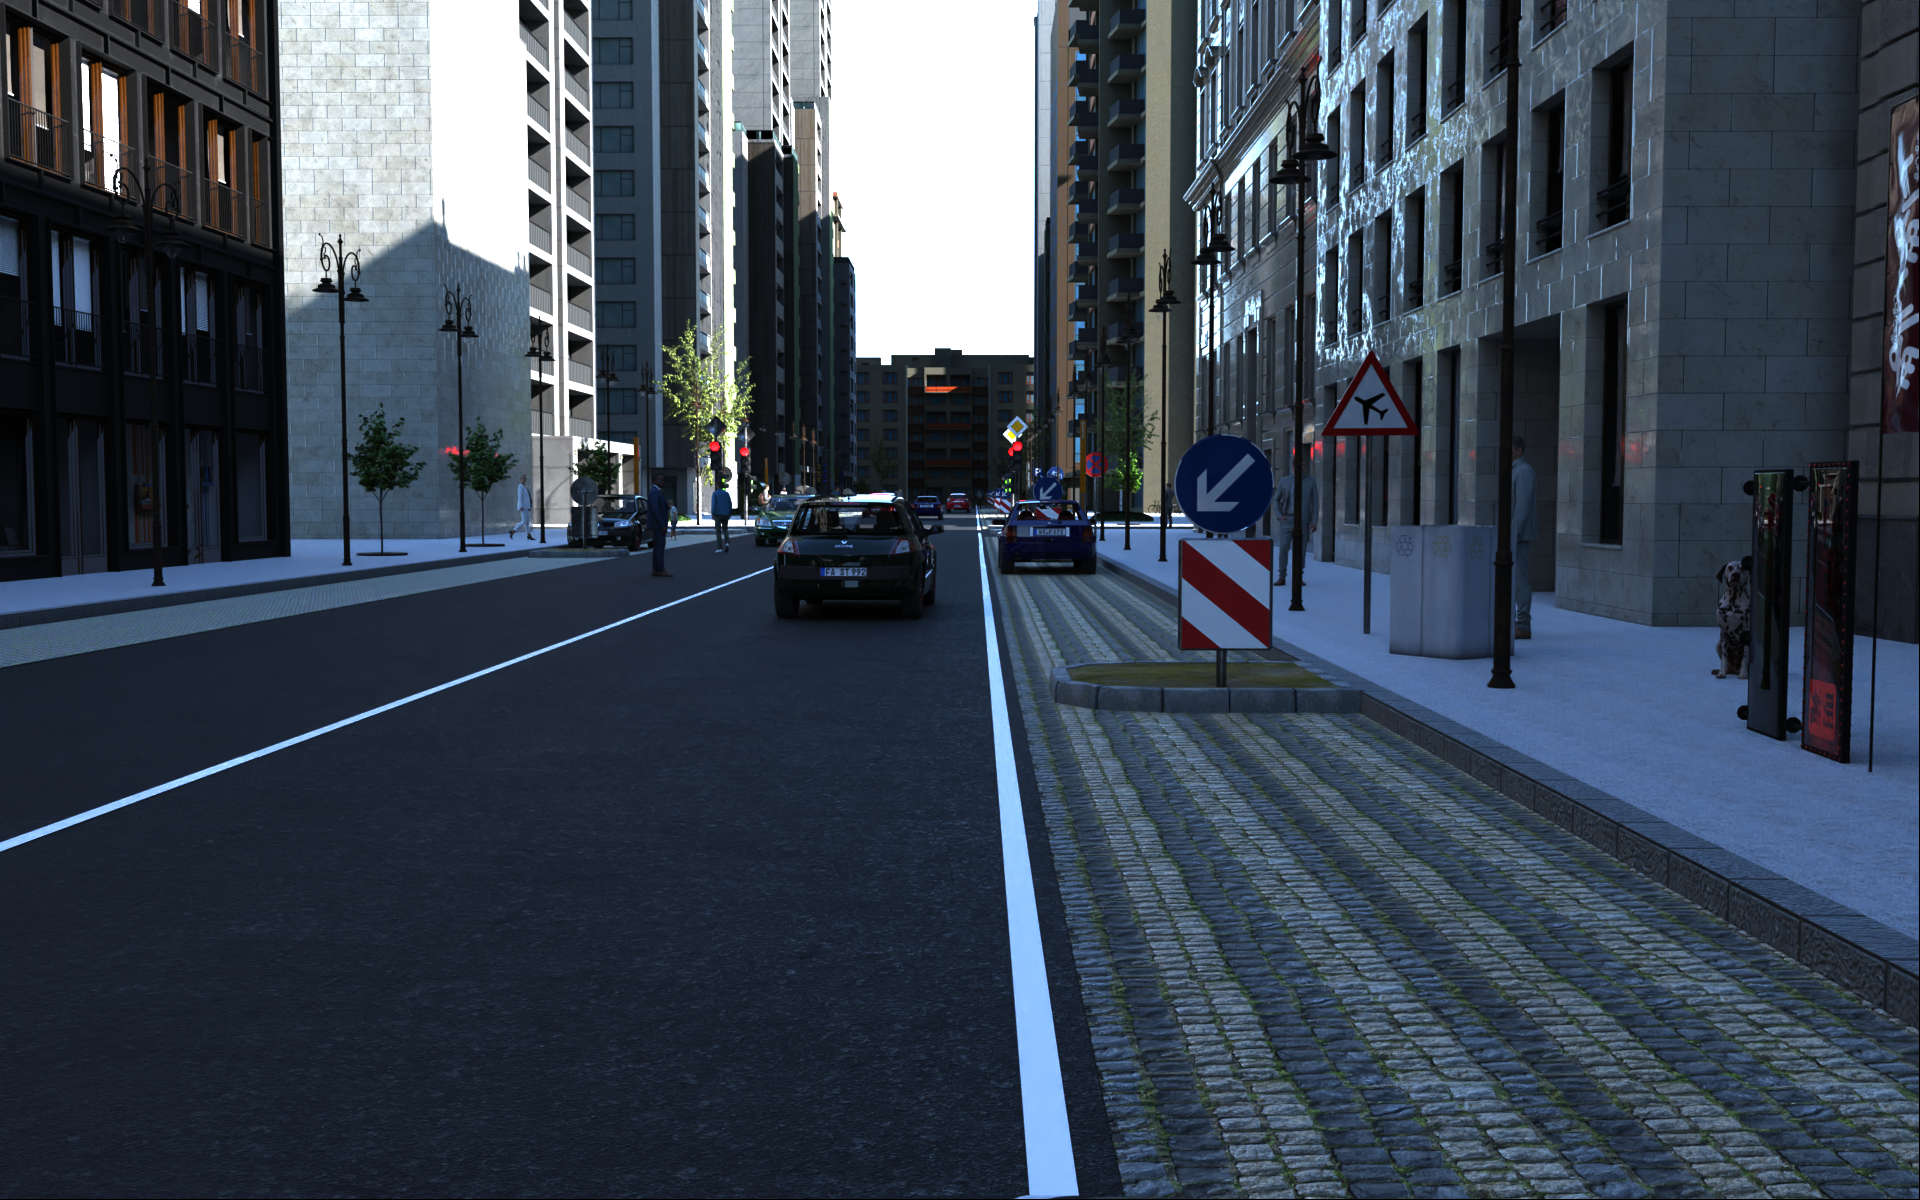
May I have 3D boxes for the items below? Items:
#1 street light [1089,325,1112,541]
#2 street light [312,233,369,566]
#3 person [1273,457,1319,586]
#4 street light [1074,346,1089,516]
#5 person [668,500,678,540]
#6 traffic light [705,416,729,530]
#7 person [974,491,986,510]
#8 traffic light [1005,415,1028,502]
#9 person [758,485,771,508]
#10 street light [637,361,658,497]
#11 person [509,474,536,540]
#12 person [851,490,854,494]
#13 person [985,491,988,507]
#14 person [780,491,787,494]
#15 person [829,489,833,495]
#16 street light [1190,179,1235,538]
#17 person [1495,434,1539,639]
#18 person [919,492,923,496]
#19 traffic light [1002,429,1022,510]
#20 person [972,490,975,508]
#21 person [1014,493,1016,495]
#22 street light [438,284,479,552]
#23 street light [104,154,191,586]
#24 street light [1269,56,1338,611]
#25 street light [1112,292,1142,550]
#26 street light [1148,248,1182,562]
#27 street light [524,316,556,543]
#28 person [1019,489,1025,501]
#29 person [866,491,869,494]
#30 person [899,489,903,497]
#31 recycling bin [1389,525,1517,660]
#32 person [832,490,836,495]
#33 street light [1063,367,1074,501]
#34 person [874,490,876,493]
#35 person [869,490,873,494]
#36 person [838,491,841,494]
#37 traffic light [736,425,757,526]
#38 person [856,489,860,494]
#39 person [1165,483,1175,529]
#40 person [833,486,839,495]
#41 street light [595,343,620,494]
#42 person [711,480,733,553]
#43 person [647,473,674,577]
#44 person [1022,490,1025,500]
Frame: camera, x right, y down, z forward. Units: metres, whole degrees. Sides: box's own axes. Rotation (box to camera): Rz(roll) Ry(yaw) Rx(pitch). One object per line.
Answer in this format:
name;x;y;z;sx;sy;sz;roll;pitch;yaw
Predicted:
street light;3.916;-4.569;47.484;0.468;5.910;1.993;0;4;1
street light;-11.017;-3.558;30.960;0.468;5.910;1.993;0;4;1
person;4.712;-1.112;24.323;0.635;1.810;0.391;0;4;2
street light;3.964;-4.993;54.430;0.468;5.910;1.993;0;4;1
person;-8.840;-2.455;53.318;0.352;1.250;0.332;1;4;16
traffic light;-8.727;-4.478;62.135;0.839;4.253;0.868;0;4;1
person;1.820;-9.267;160.748;1.217;1.736;0.721;2;4;28
traffic light;2.034;-4.473;62.056;0.839;4.253;0.868;0;4;1
person;-8.386;-4.038;74.485;0.822;1.834;0.622;-2;4;-29
street light;-10.868;-5.351;60.278;0.468;5.910;1.993;0;4;1
person;-12.158;-2.574;48.005;0.818;1.842;0.514;-2;4;-30
person;-10.563;-9.938;169.463;0.756;1.711;0.436;1;4;19
person;2.964;-11.376;194.499;0.705;1.824;1.348;0;4;1
person;-12.094;-6.762;117.275;0.731;1.740;0.598;-3;4;-38
person;-12.360;-9.796;167.000;1.217;1.735;0.721;-3;5;-42
street light;3.749;-3.246;25.860;0.468;5.910;1.993;0;4;1
person;4.927;-0.564;15.360;0.391;1.810;0.635;0;4;4
person;-4.708;-11.896;203.827;0.721;1.723;1.217;2;4;30
traffic light;2.104;-4.962;70.041;0.839;4.253;0.868;0;4;1
person;1.314;-10.249;176.088;0.705;1.822;1.348;0;4;-1
person;7.071;-12.624;212.547;1.348;1.812;0.705;2;4;26
street light;-11.018;-4.001;38.211;0.468;5.910;1.993;0;4;1
street light;-11.196;-3.133;24.015;0.468;5.910;1.993;0;4;1
street light;3.711;-2.821;18.914;0.468;5.910;1.993;0;4;1
street light;3.859;-4.096;39.752;0.468;5.910;1.993;0;4;1
street light;3.862;-3.671;32.806;0.468;5.910;1.993;0;4;1
street light;-10.919;-4.426;45.156;0.468;5.910;1.993;0;4;1
person;5.403;-9.067;155.008;0.721;1.743;1.217;3;5;43
person;-10.050;-11.210;190.039;0.721;1.735;1.217;1;4;13
person;-4.320;-7.133;125.312;0.728;1.800;0.709;3;4;36
recycling bin;3.935;-0.079;13.838;0.722;1.027;0.722;-2;4;-35
person;-11.640;-9.445;161.175;0.721;1.736;1.217;3;5;43
street light;4.065;-5.437;61.675;0.468;5.910;1.993;0;4;1
person;-9.847;-12.022;203.127;0.721;1.766;1.217;-1;4;-21
person;-10.085;-11.676;197.393;0.683;1.767;0.568;1;4;14
person;-10.762;-9.141;155.371;0.599;1.838;0.709;3;4;38
traffic light;-8.657;-4.966;70.119;0.839;4.253;0.868;0;4;1
person;-9.833;-9.892;167.780;0.705;1.823;1.348;-2;4;-26
person;7.854;-3.526;65.960;0.447;1.846;0.655;3;5;44
person;-6.350;-4.900;88.637;0.654;1.822;0.581;-2;4;-24
street light;-10.804;-4.922;53.265;0.468;5.910;1.993;0;4;1
person;-5.815;-2.045;42.277;0.601;1.785;0.444;-2;4;-28
person;-5.274;-1.321;30.282;0.419;1.800;0.721;-1;4;-17
person;6.855;-11.045;187.452;1.217;1.723;0.721;-3;5;-39
